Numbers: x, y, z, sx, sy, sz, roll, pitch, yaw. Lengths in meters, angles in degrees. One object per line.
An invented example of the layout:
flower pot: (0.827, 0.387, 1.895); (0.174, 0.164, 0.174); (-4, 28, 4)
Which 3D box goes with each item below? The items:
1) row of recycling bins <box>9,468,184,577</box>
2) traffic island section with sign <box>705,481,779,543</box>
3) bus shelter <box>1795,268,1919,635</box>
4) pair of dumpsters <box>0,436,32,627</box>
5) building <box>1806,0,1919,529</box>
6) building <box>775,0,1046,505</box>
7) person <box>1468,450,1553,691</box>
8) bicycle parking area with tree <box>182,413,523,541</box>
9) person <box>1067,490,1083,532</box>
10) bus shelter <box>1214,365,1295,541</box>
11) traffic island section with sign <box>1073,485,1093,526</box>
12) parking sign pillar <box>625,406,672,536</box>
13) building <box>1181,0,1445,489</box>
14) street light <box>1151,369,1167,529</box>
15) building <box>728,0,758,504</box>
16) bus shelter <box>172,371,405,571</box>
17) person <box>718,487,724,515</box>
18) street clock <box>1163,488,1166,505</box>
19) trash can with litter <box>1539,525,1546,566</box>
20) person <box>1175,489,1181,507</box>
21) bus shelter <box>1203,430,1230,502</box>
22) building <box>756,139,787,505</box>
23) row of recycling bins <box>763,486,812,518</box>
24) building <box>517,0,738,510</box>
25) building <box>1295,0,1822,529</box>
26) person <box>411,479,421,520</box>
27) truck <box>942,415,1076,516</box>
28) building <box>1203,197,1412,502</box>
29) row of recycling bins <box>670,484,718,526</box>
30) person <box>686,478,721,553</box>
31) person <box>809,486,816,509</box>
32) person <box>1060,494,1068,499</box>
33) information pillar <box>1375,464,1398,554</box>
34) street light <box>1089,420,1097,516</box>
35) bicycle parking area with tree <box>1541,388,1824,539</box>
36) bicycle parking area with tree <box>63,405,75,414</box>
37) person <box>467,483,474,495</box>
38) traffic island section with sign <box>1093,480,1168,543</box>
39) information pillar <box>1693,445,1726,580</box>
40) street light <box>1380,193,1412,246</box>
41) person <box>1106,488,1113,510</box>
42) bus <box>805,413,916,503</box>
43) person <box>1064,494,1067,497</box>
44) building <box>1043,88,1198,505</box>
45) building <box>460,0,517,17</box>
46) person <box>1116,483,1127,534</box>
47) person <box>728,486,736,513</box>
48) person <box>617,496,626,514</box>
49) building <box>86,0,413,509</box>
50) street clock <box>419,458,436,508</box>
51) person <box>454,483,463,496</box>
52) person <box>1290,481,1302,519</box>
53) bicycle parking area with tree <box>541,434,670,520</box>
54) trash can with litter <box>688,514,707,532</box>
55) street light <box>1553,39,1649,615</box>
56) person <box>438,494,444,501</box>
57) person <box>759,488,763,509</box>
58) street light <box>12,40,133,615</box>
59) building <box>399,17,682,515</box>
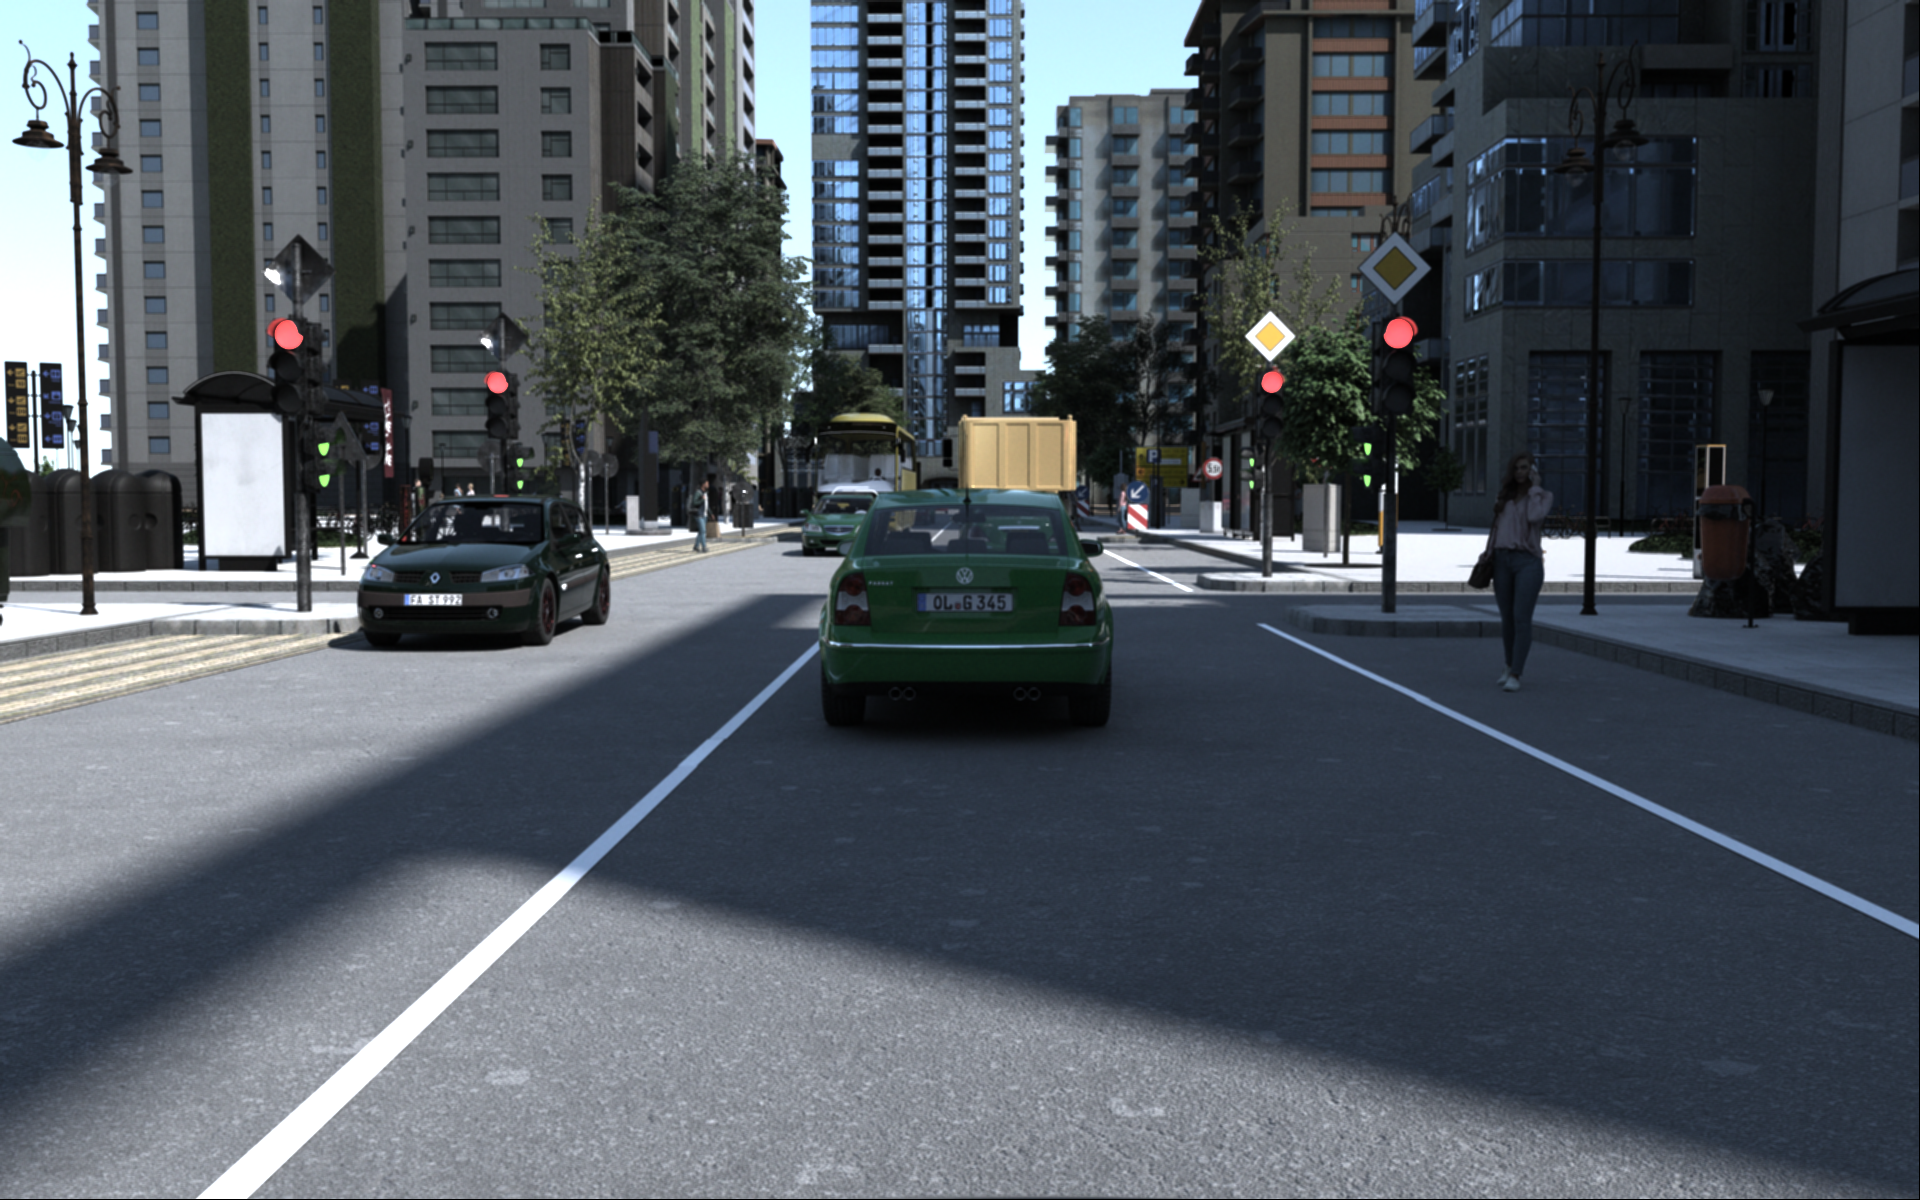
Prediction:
row of recycling bins: (-14.185, -1.295, 28.291); (1.069, 1.692, 3.534); (1, 4, 22)
traffic island section with sign: (-6.446, -2.622, 51.500); (1.989, 1.847, 2.006); (0, 4, 1)
bus shelter: (8.636, -1.178, 13.189); (2.014, 3.302, 5.546); (0, 4, 1)
pair of dumpsters: (-9.476, -0.709, 14.081); (1.574, 2.255, 4.437); (0, 4, 1)
building: (41.931, -30.872, 46.759); (28.212, 58.520, 21.231); (0, 4, 1)
building: (-5.489, -54.638, 205.994); (31.000, 86.520, 22.319); (0, 4, 1)
person: (4.114, -0.227, 12.809); (0.593, 1.750, 0.643); (3, 5, 44)
bicycle parking area with tree: (-18.920, -3.901, 50.787); (9.016, 4.147, 8.231); (2, 4, 24)
person: (4.363, -3.475, 65.598); (0.573, 1.790, 0.520); (1, 4, 12)
bus shelter: (8.807, -4.496, 51.139); (2.179, 5.291, 8.768); (0, 4, 1)
traffic island section with sign: (5.411, -4.285, 78.680); (1.989, 1.847, 2.006); (0, 4, 1)
parking sign pillar: (-9.709, -4.000, 53.868); (1.447, 3.967, 1.447); (-1, 4, -18)
building: (31.064, -30.332, 150.559); (22.147, 44.769, 28.867); (0, 4, 1)
street light: (7.309, -5.568, 63.824); (0.468, 5.910, 1.993); (0, 4, 1)
building: (-33.024, -37.600, 156.764); (28.212, 58.520, 21.231); (0, 4, 1)
bus shelter: (-11.884, -2.280, 31.199); (2.014, 3.302, 5.546); (0, 4, 1)
person: (-15.026, -6.187, 107.918); (0.721, 1.743, 1.217); (0, 4, 4)
street clock: (9.242, -4.558, 79.085); (0.358, 2.002, 0.471); (3, 5, 44)
trash can with litter: (9.935, -1.162, 30.388); (0.624, 1.170, 1.055); (2, 4, 27)
person: (22.204, -10.263, 173.839); (1.348, 1.824, 0.705); (0, 4, -6)
bus shelter: (10.190, -4.440, 63.879); (1.731, 3.624, 6.357); (0, 4, 1)
building: (-35.794, -33.798, 207.217); (28.867, 44.769, 22.147); (0, 4, 1)
row of recycling bins: (-9.433, -5.361, 94.767); (3.534, 1.692, 1.069); (3, 5, 41)
building: (-25.766, -27.761, 137.484); (14.154, 41.232, 14.086); (0, 4, 1)
building: (29.027, -46.688, 76.015); (22.319, 86.520, 31.000); (0, 4, 1)
person: (-18.436, -3.235, 59.143); (0.583, 1.804, 0.606); (0, 4, 4)
truck: (1.258, -2.837, 42.306); (3.469, 3.379, 9.791); (0, 4, 0)
building: (32.924, -16.965, 122.414); (27.650, 21.520, 28.899); (0, 4, 1)
row of recycling bins: (-10.515, -3.760, 68.589); (1.069, 1.692, 3.534); (-2, 4, -30)
person: (-6.212, -2.049, 41.986); (0.713, 1.824, 0.794); (2, 4, 34)
person: (-10.625, -7.191, 123.579); (0.705, 1.831, 1.348); (3, 4, 38)
person: (10.827, -10.503, 180.741); (1.217, 1.766, 0.721); (-3, 5, -40)
information pillar: (9.166, -2.796, 37.072); (0.504, 3.616, 0.183); (-2, 4, -32)
street light: (7.720, -7.823, 100.699); (0.468, 5.910, 1.993); (0, 4, 1)
bicycle parking area with tree: (20.958, -3.815, 49.375); (9.016, 4.147, 8.231); (-1, 4, -9)
bicycle parking area with tree: (-31.207, -4.190, 55.516); (8.231, 4.147, 9.016); (0, 4, 6)
person: (-20.941, -4.143, 74.454); (0.598, 1.740, 0.731); (-3, 5, -43)
traffic island section with sign: (5.083, -2.613, 51.348); (1.989, 1.847, 2.006); (0, 4, 1)
information pillar: (11.231, -1.314, 25.969); (0.304, 2.012, 0.304); (-1, 4, -9)
street light: (6.729, -3.313, 26.952); (0.468, 5.910, 1.993); (0, 4, 1)
person: (11.768, -7.944, 136.660); (0.721, 1.736, 1.217); (2, 4, 27)
bus: (-2.935, -3.955, 56.204); (2.896, 3.916, 12.252); (0, 4, 1)
person: (10.622, -9.852, 167.915); (1.217, 1.735, 0.721); (2, 4, 30)
building: (25.244, -35.945, 207.312); (30.456, 49.044, 23.786); (0, 4, 1)
building: (-26.285, -26.885, 123.157); (14.154, 41.232, 14.086); (0, 4, 1)
person: (5.803, -3.266, 61.913); (0.388, 1.821, 0.555); (1, 4, 16)
person: (-15.692, -6.998, 120.083); (1.348, 1.869, 0.705); (-1, 4, -9)
person: (-19.663, -5.484, 101.205); (1.012, 1.151, 0.738); (-1, 4, -20)
building: (-61.242, -37.586, 156.524); (28.212, 58.520, 21.231); (0, 4, 1)
street clock: (-10.594, -1.826, 34.420); (0.358, 2.002, 0.471); (-1, 4, -9)
person: (-24.932, -4.900, 86.245); (0.778, 1.811, 0.616); (3, 4, 38)
person: (12.165, -3.488, 63.423); (0.532, 1.782, 0.716); (-2, 4, -30)
bicycle parking area with tree: (-18.527, -5.974, 84.673); (9.016, 4.147, 8.231); (3, 4, 37)
trash can with litter: (-8.657, -2.852, 58.010); (1.055, 1.170, 0.624); (3, 4, 37)
street light: (6.696, -2.781, 18.263); (0.468, 5.910, 1.993); (0, 4, 1)
person: (-21.916, -3.850, 73.268); (0.640, 1.303, 0.475); (1, 4, 19)
person: (-17.369, -8.948, 152.372); (1.348, 1.821, 0.705); (3, 5, 45)
street light: (-9.279, -2.782, 18.275); (0.468, 5.910, 1.993); (0, 4, 1)
building: (-25.820, -20.636, 109.105); (14.160, 30.474, 14.107); (0, 4, 1)
